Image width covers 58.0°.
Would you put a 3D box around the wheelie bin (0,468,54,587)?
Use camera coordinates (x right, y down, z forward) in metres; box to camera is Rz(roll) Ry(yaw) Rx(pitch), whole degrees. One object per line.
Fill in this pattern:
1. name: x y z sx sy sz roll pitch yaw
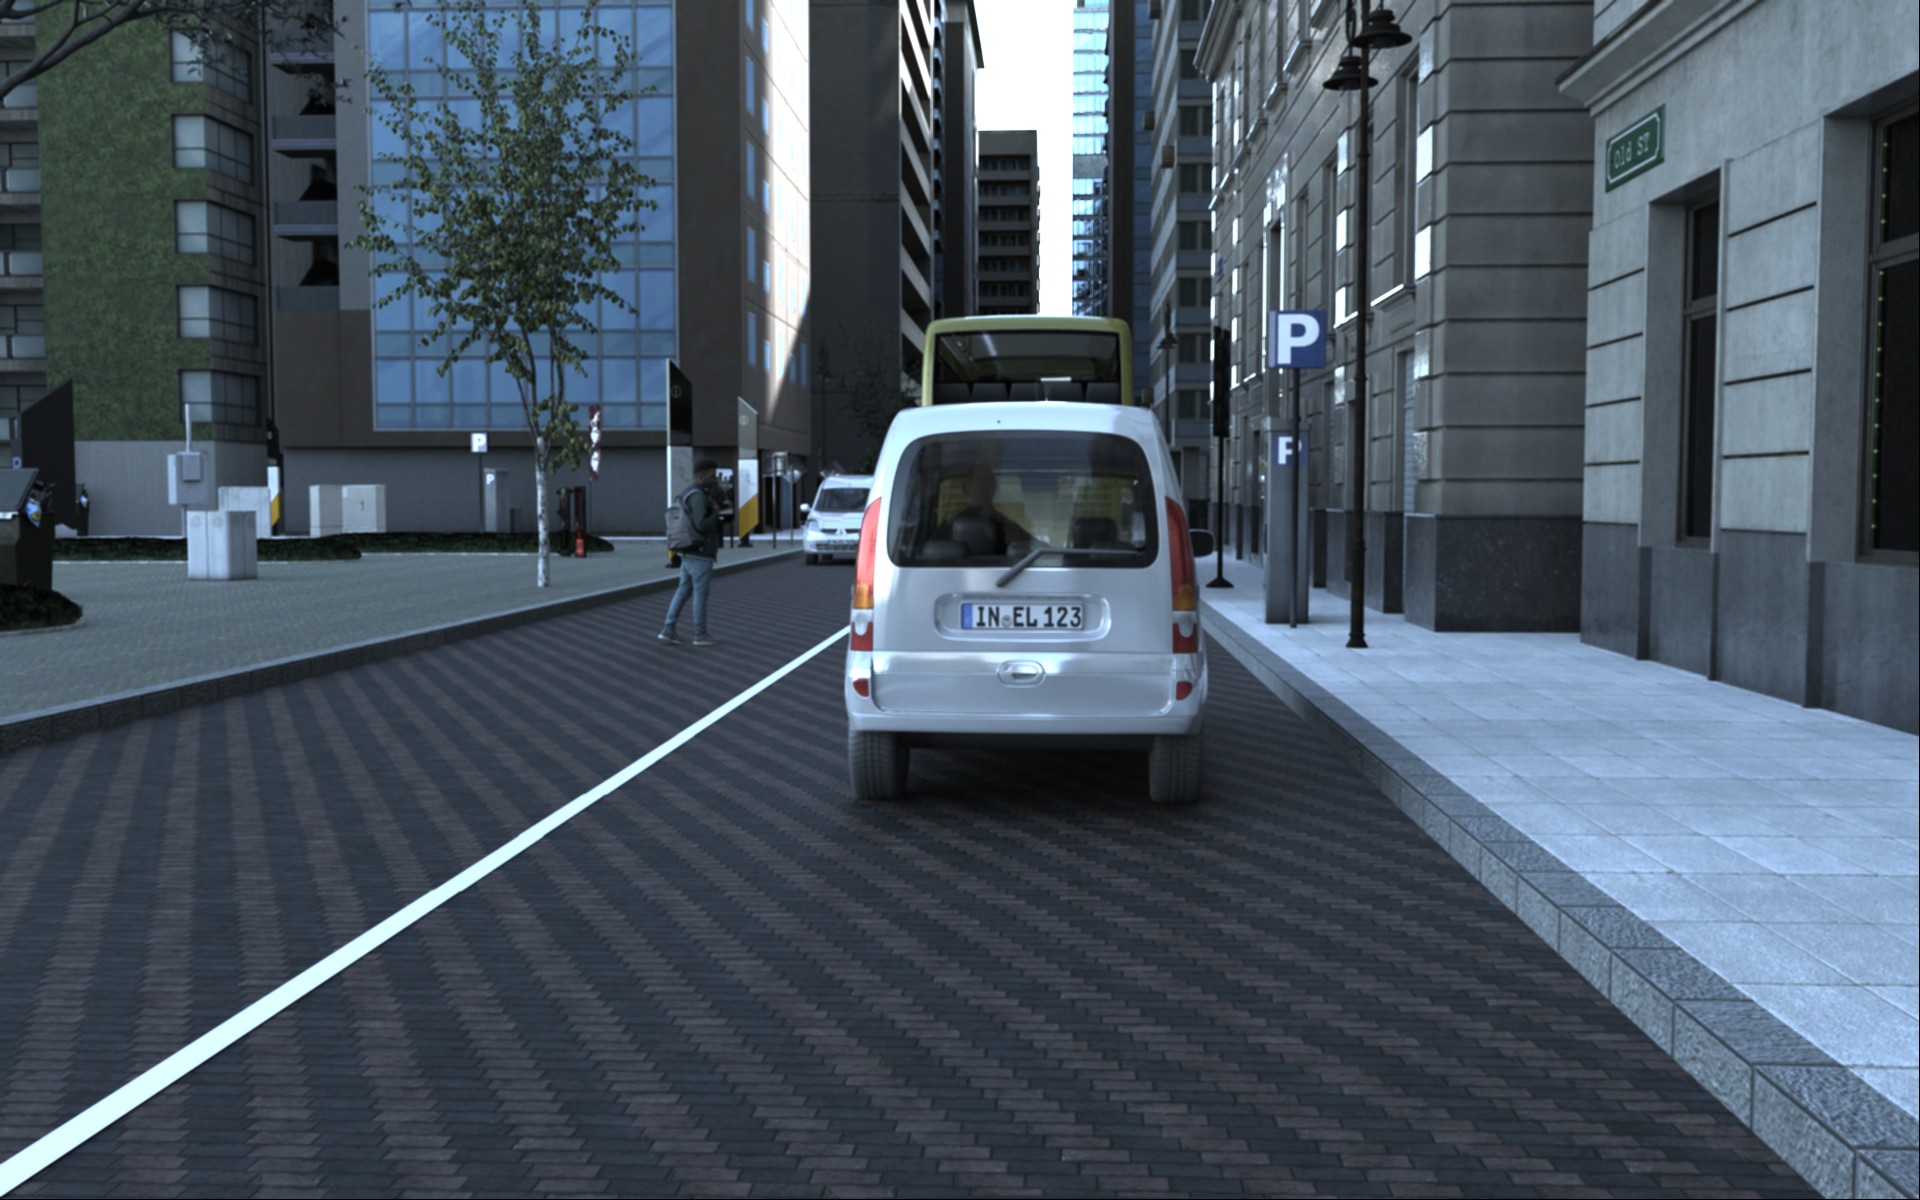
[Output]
1. wheelie bin: -11.559 -0.815 21.232 0.980 1.594 0.693 1 4 14

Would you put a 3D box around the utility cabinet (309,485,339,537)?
1. utility cabinet: -15.630 -2.096 42.954 0.318 1.500 1.173 1 4 17

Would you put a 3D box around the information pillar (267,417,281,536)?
1. information pillar: -20.832 -3.744 52.562 0.504 3.616 0.183 2 4 33

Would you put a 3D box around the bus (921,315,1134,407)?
1. bus: 1.144 -2.140 26.533 2.896 3.916 12.252 0 4 3

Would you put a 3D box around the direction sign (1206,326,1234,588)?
1. direction sign: 3.583 -1.943 23.773 0.379 3.537 0.876 1 4 21

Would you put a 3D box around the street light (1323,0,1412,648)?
1. street light: 3.323 -2.540 14.324 0.468 5.910 1.993 0 4 3

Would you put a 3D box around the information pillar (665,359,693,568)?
1. information pillar: -4.890 -2.375 30.183 0.504 3.616 0.183 -3 5 -44

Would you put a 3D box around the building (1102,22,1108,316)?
1. building: 23.796 -30.492 153.163 22.147 44.769 28.867 0 4 3

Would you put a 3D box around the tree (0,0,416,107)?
1. tree: -7.288 -6.135 10.670 12.009 13.543 11.850 0 3 0

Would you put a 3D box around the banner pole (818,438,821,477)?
1. banner pole: -6.301 -5.365 77.730 0.401 3.779 0.863 -1 4 -10

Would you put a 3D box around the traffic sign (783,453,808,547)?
1. traffic sign: -4.094 -2.356 42.156 0.795 2.450 0.064 0 4 3

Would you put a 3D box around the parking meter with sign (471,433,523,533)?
1. parking meter with sign: -13.425 -3.309 50.370 0.543 3.016 1.738 1 4 21

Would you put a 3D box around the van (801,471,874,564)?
1. van: -2.287 -1.810 36.597 2.013 2.044 4.112 0 4 2

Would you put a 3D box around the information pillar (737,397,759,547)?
1. information pillar: -5.119 -3.085 41.802 0.504 3.616 0.183 1 4 10

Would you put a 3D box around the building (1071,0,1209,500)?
1. building: 25.687 -55.349 217.628 31.000 86.520 22.319 0 4 3

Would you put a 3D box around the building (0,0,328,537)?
1. building: -28.873 -22.922 58.373 14.086 41.232 14.154 0 4 3

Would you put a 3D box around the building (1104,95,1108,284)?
1. building: 26.560 -34.430 182.532 23.786 49.044 30.456 0 4 3

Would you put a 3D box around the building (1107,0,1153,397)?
1. building: 18.325 -29.455 131.703 14.600 45.320 14.200 0 4 3

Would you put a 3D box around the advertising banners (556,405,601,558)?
1. advertising banners: -7.684 -2.370 34.941 0.090 3.025 2.074 -3 4 -36

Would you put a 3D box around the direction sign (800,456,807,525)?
1. direction sign: -6.509 -4.884 71.850 0.379 3.537 0.876 1 4 16

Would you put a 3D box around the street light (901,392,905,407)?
1. street light: -2.569 -6.464 78.471 0.468 5.910 1.993 0 4 3

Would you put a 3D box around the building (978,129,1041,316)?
1. building: -0.575 -36.483 220.193 21.600 48.544 21.300 0 4 3

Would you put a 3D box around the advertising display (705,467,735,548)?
1. advertising display: -5.792 -2.189 41.007 0.974 1.923 0.123 -2 4 -35

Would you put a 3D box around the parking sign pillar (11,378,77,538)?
1. parking sign pillar: -21.102 -3.144 39.876 1.447 3.967 1.447 2 4 28

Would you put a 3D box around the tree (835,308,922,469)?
1. tree: -3.114 -7.229 68.551 4.360 8.622 3.978 0 3 0

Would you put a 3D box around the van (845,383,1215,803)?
1. van: 0.417 -0.149 9.454 2.013 2.044 4.112 0 4 4

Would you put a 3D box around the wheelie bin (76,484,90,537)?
1. wheelie bin: -26.539 -2.689 51.874 0.980 1.594 0.693 0 4 2

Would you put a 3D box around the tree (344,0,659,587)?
1. tree: -5.906 -4.477 23.562 4.737 8.622 4.395 0 3 0

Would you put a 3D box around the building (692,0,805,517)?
1. building: -9.130 -28.546 116.844 14.600 45.320 14.200 0 4 3

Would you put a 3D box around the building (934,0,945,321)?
1. building: -11.202 -50.566 139.433 22.319 86.520 31.000 0 4 3

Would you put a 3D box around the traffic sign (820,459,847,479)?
1. traffic sign: -3.650 -2.843 50.129 0.795 2.450 0.064 0 4 3

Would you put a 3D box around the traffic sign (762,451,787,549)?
1. traffic sign: -4.365 -2.360 40.720 0.606 2.300 0.079 1 4 9

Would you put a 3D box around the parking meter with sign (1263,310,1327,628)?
1. parking meter with sign: 3.294 -1.289 17.341 0.543 3.016 1.738 0 4 7

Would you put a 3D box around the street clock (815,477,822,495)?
1. street clock: -6.086 -4.309 75.021 0.358 2.002 0.471 0 4 -5

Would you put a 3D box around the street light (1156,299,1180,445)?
1. street light: 4.931 -4.186 41.234 0.468 5.910 1.993 0 4 3

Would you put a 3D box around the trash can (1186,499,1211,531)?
1. trash can: 6.904 -2.346 50.017 0.748 1.137 0.748 0 3 0

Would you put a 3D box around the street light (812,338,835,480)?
1. street light: -4.048 -4.818 51.554 0.468 5.910 1.993 0 4 3

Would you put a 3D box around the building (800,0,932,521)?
1. building: -12.854 -28.585 91.060 21.300 48.544 21.600 0 4 3

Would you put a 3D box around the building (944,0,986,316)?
1. building: -11.596 -36.469 185.511 27.495 52.752 28.713 0 4 3

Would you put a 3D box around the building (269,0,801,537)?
1. building: -12.879 -24.893 57.111 14.600 45.320 14.200 0 4 3

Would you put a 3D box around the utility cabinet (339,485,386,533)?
1. utility cabinet: -14.386 -2.025 41.787 1.173 1.500 0.318 2 4 30

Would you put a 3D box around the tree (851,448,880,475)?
1. tree: -3.860 -4.798 73.042 1.663 3.219 1.824 0 3 0

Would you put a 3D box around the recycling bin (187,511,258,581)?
1. recycling bin: -11.067 -0.822 25.993 0.722 1.027 0.722 1 4 11

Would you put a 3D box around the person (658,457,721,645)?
1. person: -2.501 -0.465 16.448 0.721 1.781 0.623 -3 4 -38

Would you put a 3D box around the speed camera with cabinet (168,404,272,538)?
1. speed camera with cabinet: -16.526 -2.711 38.667 2.038 3.252 0.660 -3 5 -41

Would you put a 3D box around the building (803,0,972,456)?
1. building: -6.145 -31.370 163.003 14.600 45.320 14.200 0 4 3

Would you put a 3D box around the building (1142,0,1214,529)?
1. building: 19.575 -22.936 66.886 23.993 40.220 32.217 0 4 3

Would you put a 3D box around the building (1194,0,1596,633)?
1. building: 10.706 -14.051 27.002 12.463 27.353 25.104 0 4 3
